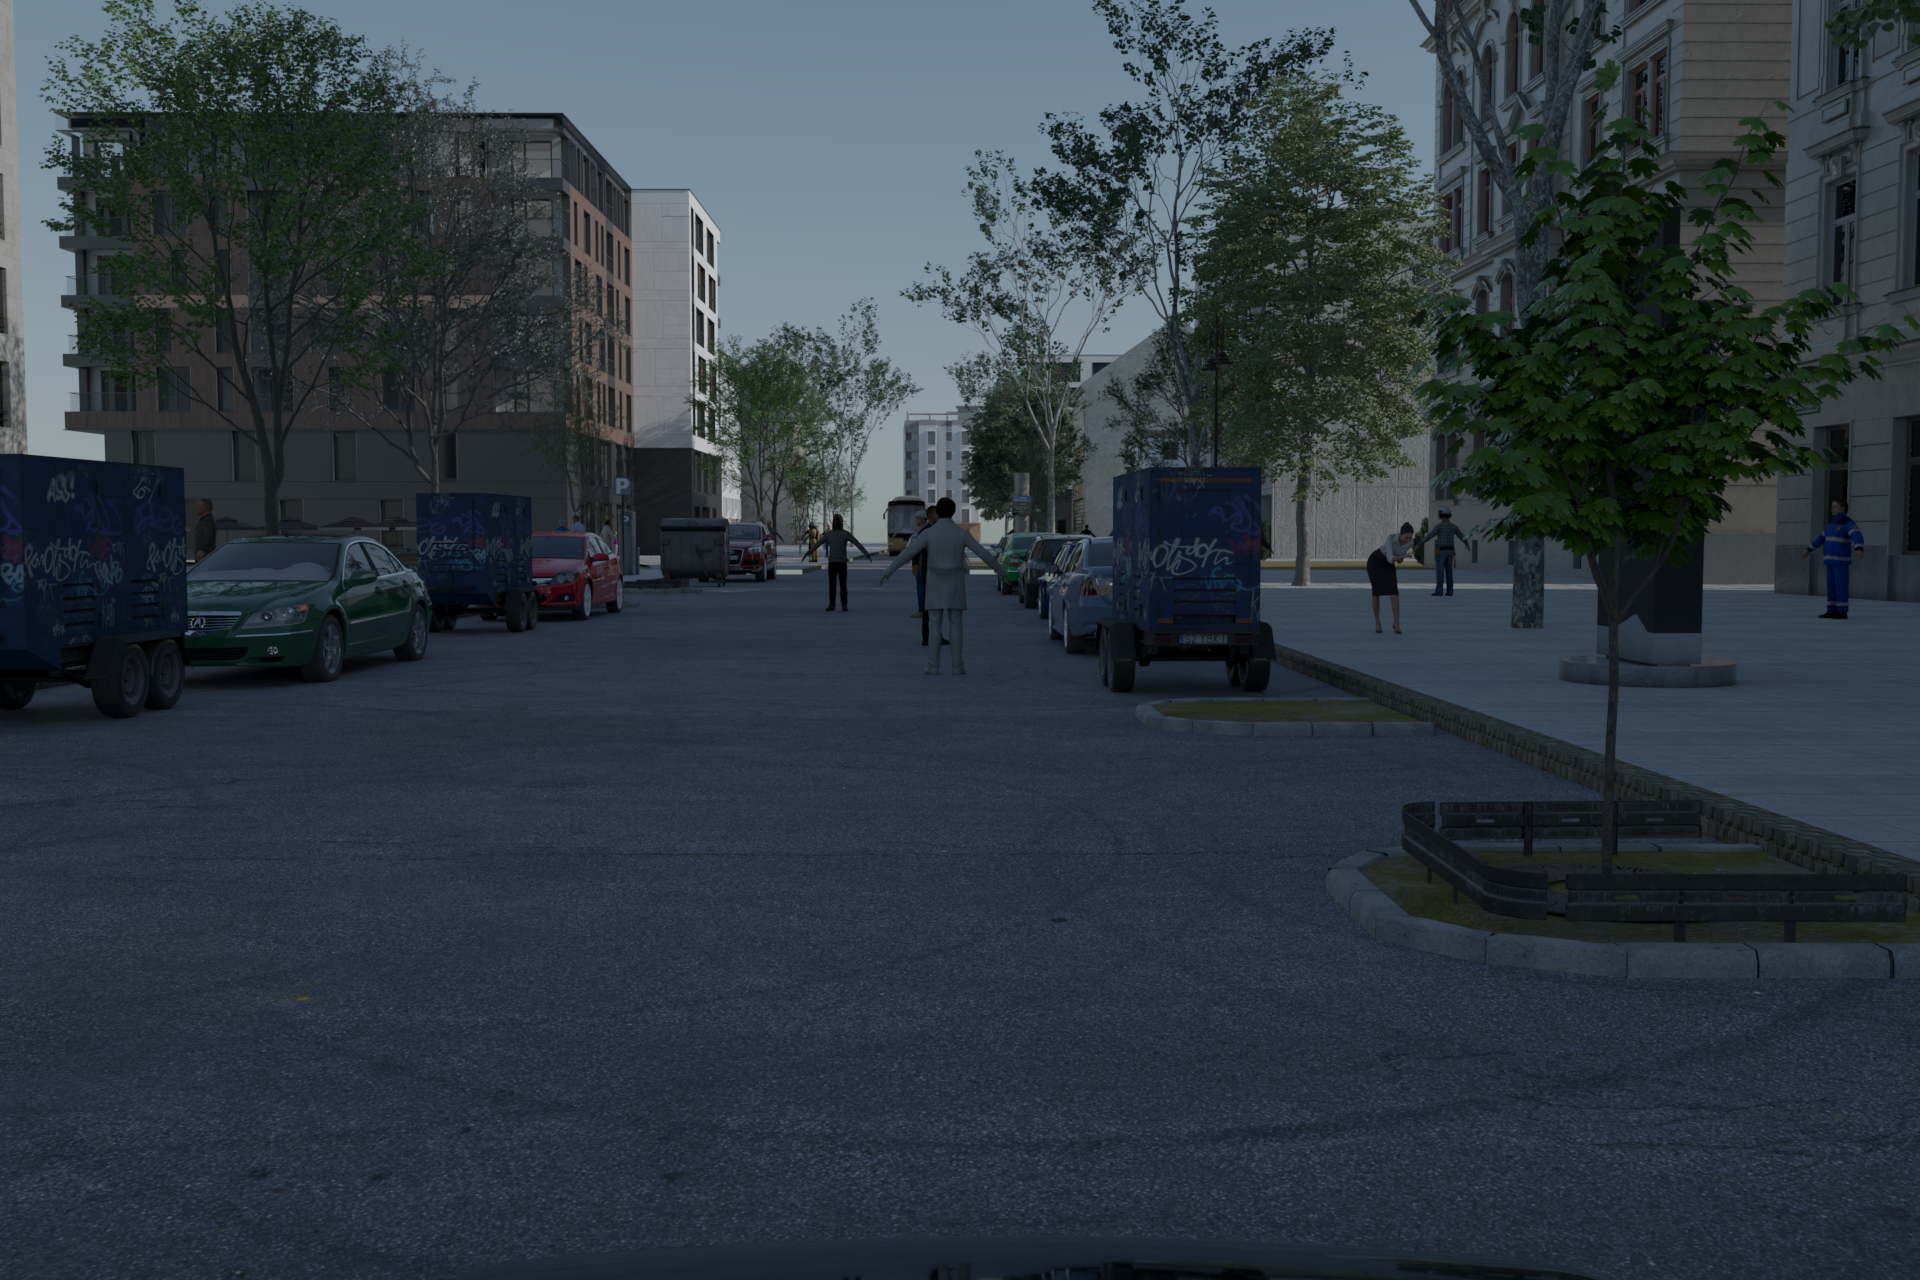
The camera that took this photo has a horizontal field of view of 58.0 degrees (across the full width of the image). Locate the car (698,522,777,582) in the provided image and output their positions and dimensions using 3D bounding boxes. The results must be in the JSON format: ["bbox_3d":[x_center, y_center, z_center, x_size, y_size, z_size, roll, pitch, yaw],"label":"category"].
[{"bbox_3d":[-6.829,-2.735,53.384,2.281,1.827,5.304,0,4,-1],"label":"car"}]

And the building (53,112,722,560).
[{"bbox_3d":[-29.887,-15.693,100.554,27.936,21.610,32.646,0,4,0],"label":"building"}]

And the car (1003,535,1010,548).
[{"bbox_3d":[2.048,-2.593,52.625,2.015,1.641,3.980,0,3,0],"label":"car"}]

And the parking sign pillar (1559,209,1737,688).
[{"bbox_3d":[5.996,-1.623,15.017,1.447,3.967,1.447,0,4,0],"label":"parking sign pillar"}]

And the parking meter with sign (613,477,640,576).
[{"bbox_3d":[-10.351,-3.532,54.016,0.543,3.016,1.738,0,3,0],"label":"parking meter with sign"}]

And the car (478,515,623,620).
[{"bbox_3d":[-7.079,-1.289,30.123,2.155,1.783,4.494,0,3,0],"label":"car"}]

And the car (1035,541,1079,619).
[{"bbox_3d":[2.228,-0.951,28.130,1.945,1.354,3.894,0,4,-2],"label":"car"}]

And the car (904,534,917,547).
[{"bbox_3d":[-2.160,-5.341,99.120,2.131,1.459,4.920,0,4,-2],"label":"car"}]

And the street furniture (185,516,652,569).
[{"bbox_3d":[-23.510,-4.072,71.603,27.439,1.986,14.083,1,4,9],"label":"street furniture"}]

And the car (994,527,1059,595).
[{"bbox_3d":[1.835,-2.051,42.325,1.959,1.807,4.718,0,4,-1],"label":"car"}]

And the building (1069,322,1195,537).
[{"bbox_3d":[21.880,-21.634,184.643,19.493,23.208,18.063,0,3,0],"label":"building"}]

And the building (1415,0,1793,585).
[{"bbox_3d":[24.059,-16.323,54.273,14.401,28.519,23.554,0,4,-1],"label":"building"}]

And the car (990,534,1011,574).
[{"bbox_3d":[2.095,-3.179,61.770,2.009,1.686,4.222,0,4,-1],"label":"car"}]

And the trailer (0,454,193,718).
[{"bbox_3d":[-7.148,-0.368,13.064,1.471,1.999,3.904,0,4,-1],"label":"trailer"}]

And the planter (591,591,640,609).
[{"bbox_3d":[-7.410,-0.800,34.217,1.991,0.319,1.994,0,3,0],"label":"planter"}]

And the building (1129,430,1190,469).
[{"bbox_3d":[19.340,-12.100,139.979,9.099,9.664,28.070,0,4,0],"label":"building"}]

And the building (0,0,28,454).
[{"bbox_3d":[-30.532,-11.291,38.487,10.420,20.400,16.860,0,4,-1],"label":"building"}]

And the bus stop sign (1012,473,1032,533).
[{"bbox_3d":[2.663,-5.230,74.523,0.837,3.901,0.837,0,4,1],"label":"bus stop sign"}]

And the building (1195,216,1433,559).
[{"bbox_3d":[24.640,-14.594,105.074,16.747,18.905,31.486,0,4,0],"label":"building"}]

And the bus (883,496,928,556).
[{"bbox_3d":[-3.417,-7.553,115.040,2.896,3.916,12.252,0,4,0],"label":"bus"}]

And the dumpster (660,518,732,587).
[{"bbox_3d":[-7.233,-2.392,47.318,1.865,1.857,1.264,0,4,0],"label":"dumpster"}]

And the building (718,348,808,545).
[{"bbox_3d":[-28.516,-23.103,208.655,19.493,23.208,18.063,0,3,0],"label":"building"}]

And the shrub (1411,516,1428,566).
[{"bbox_3d":[18.766,-3.979,69.099,1.661,2.075,1.752,0,3,0],"label":"shrub"}]

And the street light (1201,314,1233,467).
[{"bbox_3d":[5.410,-3.904,36.620,0.468,5.910,1.993,0,4,0],"label":"street light"}]

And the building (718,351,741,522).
[{"bbox_3d":[-29.232,-19.748,179.302,16.016,20.090,11.380,0,4,-1],"label":"building"}]

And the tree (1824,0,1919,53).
[{"bbox_3d":[8.465,-5.570,9.202,7.486,12.596,7.792,0,3,0],"label":"tree"}]

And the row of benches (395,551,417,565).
[{"bbox_3d":[-18.442,-2.853,62.106,4.104,0.672,1.422,-2,4,-31],"label":"row of benches"}]

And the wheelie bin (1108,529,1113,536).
[{"bbox_3d":[5.213,-3.056,57.882,0.693,1.594,0.980,0,3,0],"label":"wheelie bin"}]

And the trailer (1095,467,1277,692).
[{"bbox_3d":[2.035,-0.592,16.723,1.471,1.999,3.904,0,4,-2],"label":"trailer"}]

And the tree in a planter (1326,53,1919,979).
[{"bbox_3d":[2.462,-0.566,6.482,1.991,3.239,1.994,0,4,0],"label":"tree in a planter"}]

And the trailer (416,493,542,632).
[{"bbox_3d":[-7.073,-1.087,24.814,1.471,1.999,3.904,0,4,0],"label":"trailer"}]

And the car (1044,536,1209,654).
[{"bbox_3d":[2.103,-0.614,22.037,2.014,1.417,4.499,0,4,-1],"label":"car"}]

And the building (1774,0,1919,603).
[{"bbox_3d":[25.729,-14.616,15.391,17.030,29.872,44.131,0,4,0],"label":"building"}]

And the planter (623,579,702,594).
[{"bbox_3d":[-7.391,-1.306,42.498,1.991,0.319,1.994,0,4,1],"label":"planter"}]

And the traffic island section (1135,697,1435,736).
[{"bbox_3d":[2.375,0.586,13.280,1.991,0.108,1.994,0,4,0],"label":"traffic island section"}]

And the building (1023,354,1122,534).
[{"bbox_3d":[21.597,-22.604,213.548,27.936,21.610,32.646,0,4,-1],"label":"building"}]

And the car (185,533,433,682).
[{"bbox_3d":[-7.004,-0.394,18.237,2.131,1.459,4.920,0,4,-1],"label":"car"}]

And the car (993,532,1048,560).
[{"bbox_3d":[1.992,-2.326,47.066,2.155,1.783,4.494,0,4,-1],"label":"car"}]

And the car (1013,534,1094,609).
[{"bbox_3d":[2.077,-1.525,34.722,2.009,1.686,4.222,0,4,0],"label":"car"}]

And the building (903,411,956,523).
[{"bbox_3d":[-7.938,-24.384,257.548,11.380,20.090,16.016,-1,4,-10],"label":"building"}]

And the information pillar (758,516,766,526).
[{"bbox_3d":[-8.167,-4.103,71.575,0.304,2.012,0.304,0,4,1],"label":"information pillar"}]
